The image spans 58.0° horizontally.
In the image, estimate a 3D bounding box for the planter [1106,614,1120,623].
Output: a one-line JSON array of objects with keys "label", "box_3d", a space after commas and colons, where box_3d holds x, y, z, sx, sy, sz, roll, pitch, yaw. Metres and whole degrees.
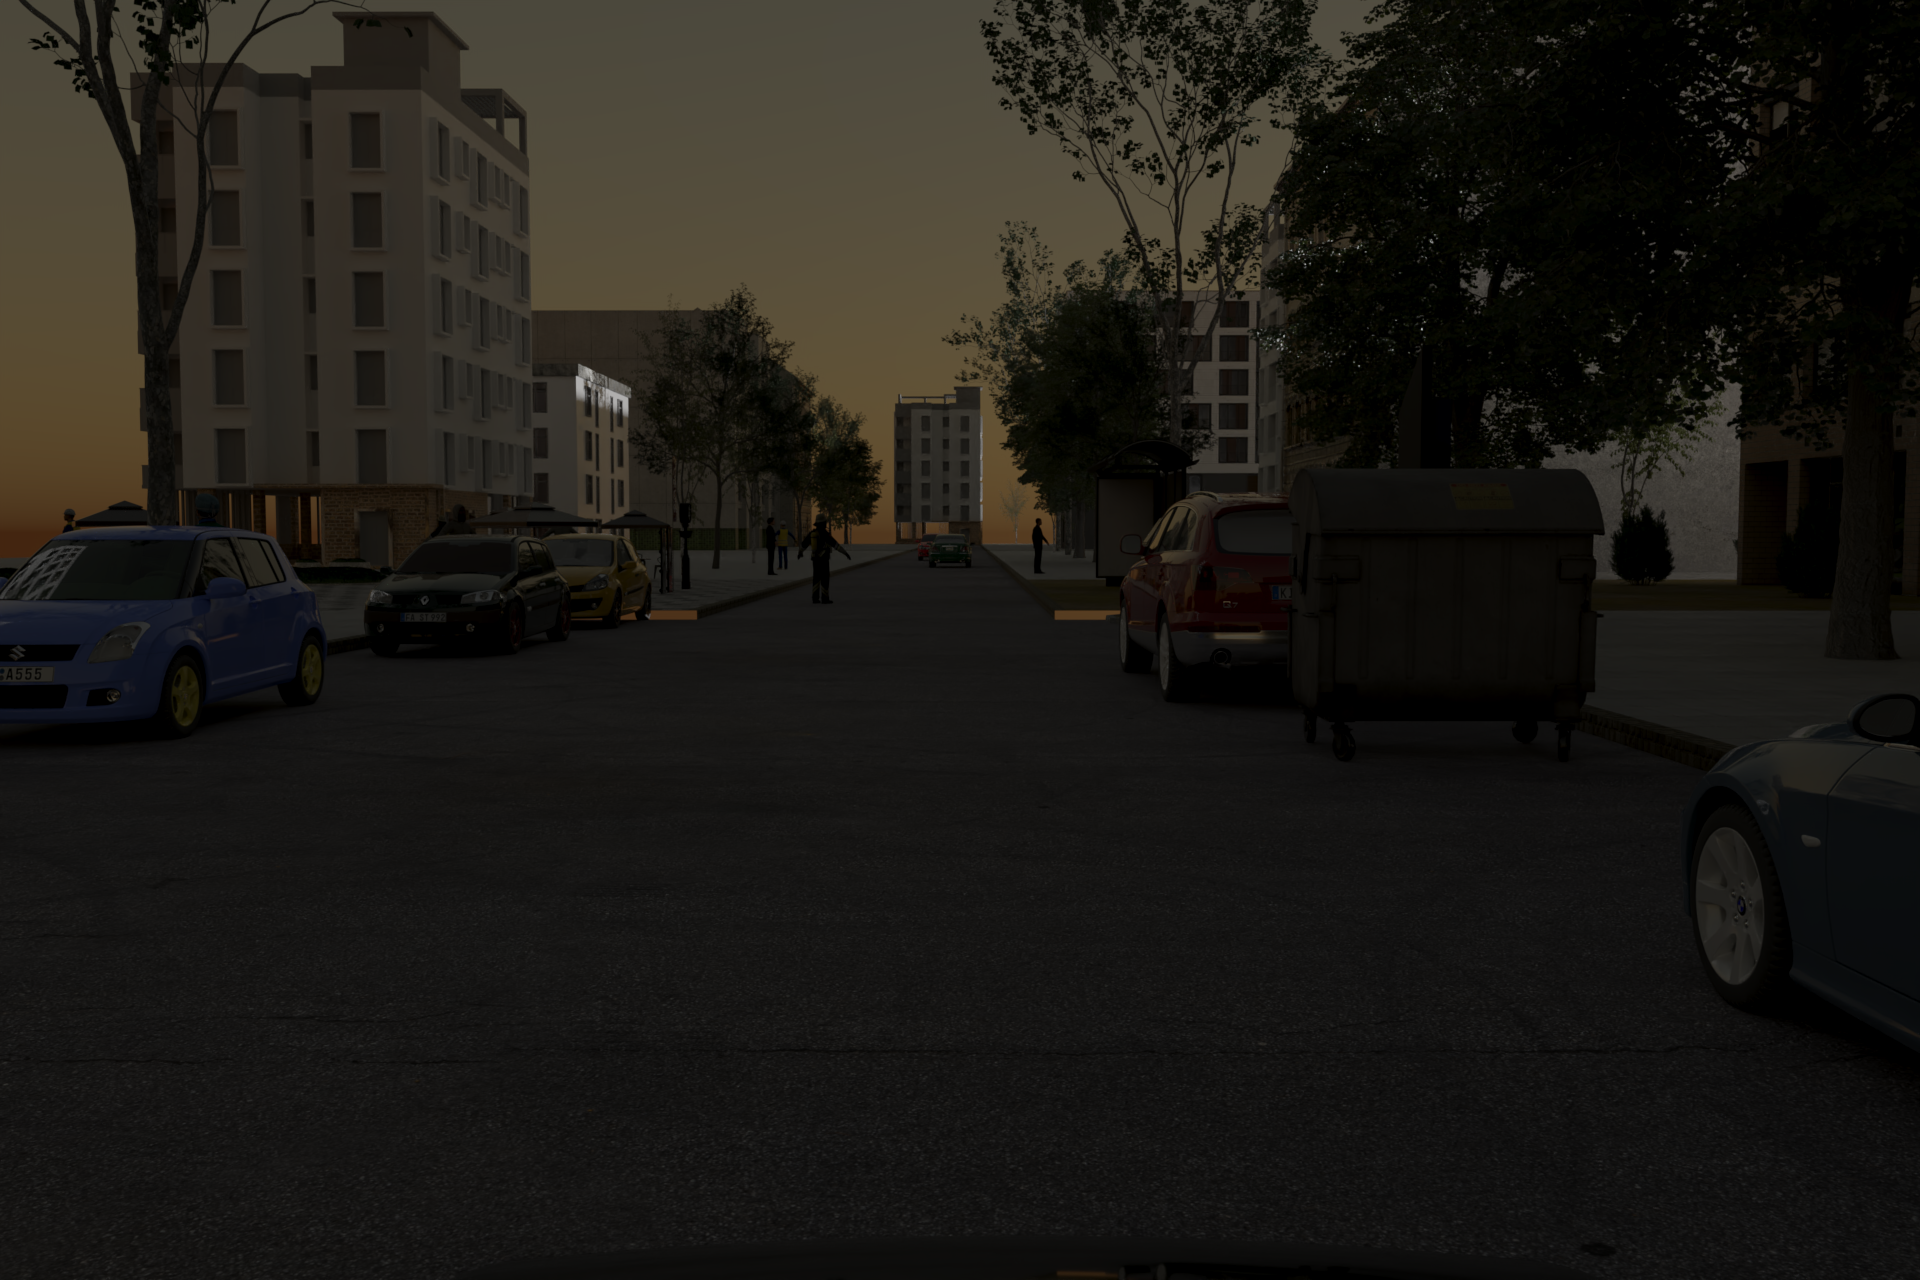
[{"label": "planter", "box_3d": [3.409, -0.442, 28.365, 1.991, 0.319, 1.994, 0, 3, 0]}]

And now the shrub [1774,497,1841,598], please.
[{"label": "shrub", "box_3d": [17.179, -1.854, 34.728, 1.690, 2.028, 1.600, 0, 3, 0]}]

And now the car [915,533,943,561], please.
[{"label": "car", "box_3d": [-1.371, -5.214, 94.283, 2.155, 1.783, 4.494, 0, 4, 0]}]

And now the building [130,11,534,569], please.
[{"label": "building", "box_3d": [-24.117, -12.711, 64.253, 16.016, 20.090, 11.380, 0, 4, 1]}]

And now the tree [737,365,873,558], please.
[{"label": "tree", "box_3d": [-8.611, -9.815, 94.880, 8.767, 10.594, 7.601, 1, 4, 12]}]

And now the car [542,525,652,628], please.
[{"label": "car", "box_3d": [-6.033, -1.057, 27.504, 2.015, 1.641, 3.980, 0, 4, 0]}]

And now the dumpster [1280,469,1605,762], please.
[{"label": "dumpster", "box_3d": [3.115, -0.193, 11.370, 1.865, 1.857, 1.264, 0, 4, 0]}]

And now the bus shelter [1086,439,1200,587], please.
[{"label": "bus shelter", "box_3d": [4.095, -2.799, 39.683, 2.014, 3.302, 5.546, 0, 3, 0]}]

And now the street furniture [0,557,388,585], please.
[{"label": "street furniture", "box_3d": [-19.927, -1.770, 44.565, 10.072, 0.657, 5.734, -1, 4, -15]}]

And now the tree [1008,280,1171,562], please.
[{"label": "tree", "box_3d": [6.008, -9.799, 78.343, 7.486, 12.596, 7.792, 0, 3, 0]}]

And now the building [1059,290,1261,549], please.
[{"label": "building", "box_3d": [22.907, -19.435, 161.739, 27.936, 21.610, 32.646, 0, 3, 0]}]

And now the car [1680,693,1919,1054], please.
[{"label": "car", "box_3d": [3.172, 0.506, 3.732, 2.014, 1.417, 4.499, 0, 4, 0]}]

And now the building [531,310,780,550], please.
[{"label": "building", "box_3d": [-26.076, -17.512, 152.770, 16.747, 18.905, 31.486, 0, 4, 0]}]

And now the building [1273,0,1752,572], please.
[{"label": "building", "box_3d": [23.231, -14.396, 66.302, 19.493, 23.208, 18.063, 0, 4, 1]}]

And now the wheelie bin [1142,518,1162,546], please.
[{"label": "wheelie bin", "box_3d": [3.879, -1.551, 33.270, 0.693, 1.594, 0.980, 0, 4, -1]}]

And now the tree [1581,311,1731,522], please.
[{"label": "tree", "box_3d": [18.905, -5.978, 48.095, 4.737, 8.622, 4.395, 0, 3, 0]}]

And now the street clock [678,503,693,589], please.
[{"label": "street clock", "box_3d": [-6.374, -2.181, 40.234, 0.358, 2.002, 0.471, 0, 4, 0]}]

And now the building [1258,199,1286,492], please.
[{"label": "building", "box_3d": [22.257, -14.793, 98.288, 16.016, 20.090, 11.380, 0, 3, 0]}]

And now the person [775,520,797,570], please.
[{"label": "person", "box_3d": [-6.433, -3.434, 62.607, 1.216, 1.772, 0.721, -2, 4, -30]}]

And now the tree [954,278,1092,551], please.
[{"label": "tree", "box_3d": [6.366, -16.659, 128.260, 12.611, 20.169, 13.585, 0, 3, 0]}]

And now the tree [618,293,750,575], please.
[{"label": "tree", "box_3d": [-8.905, -6.336, 53.956, 4.360, 8.622, 3.978, 0, 3, 0]}]

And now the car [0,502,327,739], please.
[{"label": "car", "box_3d": [-6.261, -0.223, 13.240, 1.945, 1.707, 3.694, 0, 3, 0]}]

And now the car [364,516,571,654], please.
[{"label": "car", "box_3d": [-6.130, -0.738, 21.849, 2.009, 1.686, 4.222, 0, 4, 0]}]

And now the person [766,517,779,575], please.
[{"label": "person", "box_3d": [-5.879, -2.934, 54.164, 0.705, 1.806, 1.347, -1, 4, -14]}]

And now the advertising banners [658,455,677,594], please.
[{"label": "advertising banners", "box_3d": [-6.370, -2.552, 37.906, 0.090, 3.025, 2.074, 0, 4, 1]}]

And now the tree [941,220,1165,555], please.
[{"label": "tree", "box_3d": [5.290, -15.312, 106.232, 12.611, 20.169, 13.585, 0, 3, 0]}]

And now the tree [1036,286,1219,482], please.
[{"label": "tree", "box_3d": [6.316, -8.042, 65.906, 7.601, 10.594, 8.767, -2, 4, -25]}]

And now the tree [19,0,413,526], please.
[{"label": "tree", "box_3d": [-12.464, -10.262, 23.678, 12.611, 20.169, 13.585, 0, 3, 0]}]

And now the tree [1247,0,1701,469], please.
[{"label": "tree", "box_3d": [10.490, -7.920, 36.156, 9.857, 13.997, 8.962, 0, 3, 0]}]

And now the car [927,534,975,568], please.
[{"label": "car", "box_3d": [-0.406, -3.873, 75.129, 2.131, 1.459, 4.920, 0, 4, 1]}]

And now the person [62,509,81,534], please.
[{"label": "person", "box_3d": [-19.323, -1.934, 37.584, 0.705, 1.833, 1.349, 0, 4, -5]}]

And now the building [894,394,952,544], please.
[{"label": "building", "box_3d": [-8.084, -22.397, 225.070, 11.380, 20.090, 16.016, -1, 4, -8]}]

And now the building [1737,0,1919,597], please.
[{"label": "building", "box_3d": [29.107, -12.992, 18.996, 21.656, 26.213, 47.522, 0, 4, 0]}]

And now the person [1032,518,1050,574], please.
[{"label": "person", "box_3d": [2.561, -3.050, 56.088, 0.704, 1.802, 1.346, -1, 4, -18]}]

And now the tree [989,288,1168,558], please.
[{"label": "tree", "box_3d": [6.377, -11.322, 91.769, 9.857, 13.997, 8.962, 0, 3, 0]}]

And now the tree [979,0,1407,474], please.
[{"label": "tree", "box_3d": [7.614, -11.844, 49.543, 12.611, 20.169, 13.585, 0, 3, 0]}]

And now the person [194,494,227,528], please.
[{"label": "person", "box_3d": [-7.175, -0.484, 16.494, 0.704, 1.817, 1.347, 3, 4, 38]}]

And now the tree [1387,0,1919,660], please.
[{"label": "tree", "box_3d": [9.252, -6.786, 17.607, 9.857, 13.997, 8.962, 0, 3, 0]}]

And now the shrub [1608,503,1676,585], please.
[{"label": "shrub", "box_3d": [17.140, -2.412, 43.481, 1.661, 2.075, 1.752, 0, 3, 0]}]

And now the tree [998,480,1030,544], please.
[{"label": "tree", "box_3d": [7.558, -16.805, 225.124, 4.360, 8.622, 3.978, 0, 3, 0]}]

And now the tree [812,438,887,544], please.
[{"label": "tree", "box_3d": [-14.381, -19.165, 220.005, 9.857, 13.997, 8.962, 0, 3, 0]}]

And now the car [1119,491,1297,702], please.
[{"label": "car", "box_3d": [2.716, -0.468, 16.332, 2.281, 1.827, 5.304, 0, 4, -1]}]

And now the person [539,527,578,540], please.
[{"label": "person", "box_3d": [-9.302, -2.095, 40.525, 1.348, 1.796, 0.705, -1, 4, -16]}]

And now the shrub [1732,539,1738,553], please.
[{"label": "shrub", "box_3d": [20.945, -2.492, 44.790, 1.661, 2.075, 1.752, 0, 3, 0]}]

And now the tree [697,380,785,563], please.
[{"label": "tree", "box_3d": [-8.862, -7.683, 75.984, 4.360, 8.622, 3.978, 0, 3, 0]}]

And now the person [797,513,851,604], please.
[{"label": "person", "box_3d": [-2.850, -1.679, 35.683, 1.354, 1.856, 0.705, 2, 4, 33]}]

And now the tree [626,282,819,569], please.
[{"label": "tree", "box_3d": [-8.666, -7.900, 63.583, 7.601, 10.594, 8.767, -1, 4, -12]}]

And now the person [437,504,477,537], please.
[{"label": "person", "box_3d": [-8.849, -1.503, 30.702, 0.705, 1.813, 1.348, 2, 4, 35]}]

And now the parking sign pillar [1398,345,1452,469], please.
[{"label": "parking sign pillar", "box_3d": [6.792, -2.260, 25.428, 1.447, 3.967, 1.447, 0, 4, 0]}]

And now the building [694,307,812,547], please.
[{"label": "building", "box_3d": [-25.372, -21.191, 177.399, 19.493, 23.208, 18.063, 0, 4, 0]}]

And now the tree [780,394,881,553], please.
[{"label": "tree", "box_3d": [-8.959, -11.093, 115.787, 8.767, 10.594, 7.601, 3, 5, 44]}]

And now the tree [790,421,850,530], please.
[{"label": "tree", "box_3d": [-8.419, -9.540, 106.334, 4.737, 8.622, 4.395, 0, 3, 0]}]

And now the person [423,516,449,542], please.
[{"label": "person", "box_3d": [-16.100, -2.939, 53.840, 0.705, 1.856, 1.354, 3, 5, 41]}]

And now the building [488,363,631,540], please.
[{"label": "building", "box_3d": [-23.395, -9.614, 99.340, 9.099, 9.664, 28.070, 0, 4, 0]}]

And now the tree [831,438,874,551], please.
[{"label": "tree", "box_3d": [-8.385, -11.104, 131.918, 4.737, 8.622, 4.395, 0, 3, 0]}]

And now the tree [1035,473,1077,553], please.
[{"label": "tree", "box_3d": [6.308, -10.235, 117.704, 4.360, 8.622, 3.978, 0, 3, 0]}]
